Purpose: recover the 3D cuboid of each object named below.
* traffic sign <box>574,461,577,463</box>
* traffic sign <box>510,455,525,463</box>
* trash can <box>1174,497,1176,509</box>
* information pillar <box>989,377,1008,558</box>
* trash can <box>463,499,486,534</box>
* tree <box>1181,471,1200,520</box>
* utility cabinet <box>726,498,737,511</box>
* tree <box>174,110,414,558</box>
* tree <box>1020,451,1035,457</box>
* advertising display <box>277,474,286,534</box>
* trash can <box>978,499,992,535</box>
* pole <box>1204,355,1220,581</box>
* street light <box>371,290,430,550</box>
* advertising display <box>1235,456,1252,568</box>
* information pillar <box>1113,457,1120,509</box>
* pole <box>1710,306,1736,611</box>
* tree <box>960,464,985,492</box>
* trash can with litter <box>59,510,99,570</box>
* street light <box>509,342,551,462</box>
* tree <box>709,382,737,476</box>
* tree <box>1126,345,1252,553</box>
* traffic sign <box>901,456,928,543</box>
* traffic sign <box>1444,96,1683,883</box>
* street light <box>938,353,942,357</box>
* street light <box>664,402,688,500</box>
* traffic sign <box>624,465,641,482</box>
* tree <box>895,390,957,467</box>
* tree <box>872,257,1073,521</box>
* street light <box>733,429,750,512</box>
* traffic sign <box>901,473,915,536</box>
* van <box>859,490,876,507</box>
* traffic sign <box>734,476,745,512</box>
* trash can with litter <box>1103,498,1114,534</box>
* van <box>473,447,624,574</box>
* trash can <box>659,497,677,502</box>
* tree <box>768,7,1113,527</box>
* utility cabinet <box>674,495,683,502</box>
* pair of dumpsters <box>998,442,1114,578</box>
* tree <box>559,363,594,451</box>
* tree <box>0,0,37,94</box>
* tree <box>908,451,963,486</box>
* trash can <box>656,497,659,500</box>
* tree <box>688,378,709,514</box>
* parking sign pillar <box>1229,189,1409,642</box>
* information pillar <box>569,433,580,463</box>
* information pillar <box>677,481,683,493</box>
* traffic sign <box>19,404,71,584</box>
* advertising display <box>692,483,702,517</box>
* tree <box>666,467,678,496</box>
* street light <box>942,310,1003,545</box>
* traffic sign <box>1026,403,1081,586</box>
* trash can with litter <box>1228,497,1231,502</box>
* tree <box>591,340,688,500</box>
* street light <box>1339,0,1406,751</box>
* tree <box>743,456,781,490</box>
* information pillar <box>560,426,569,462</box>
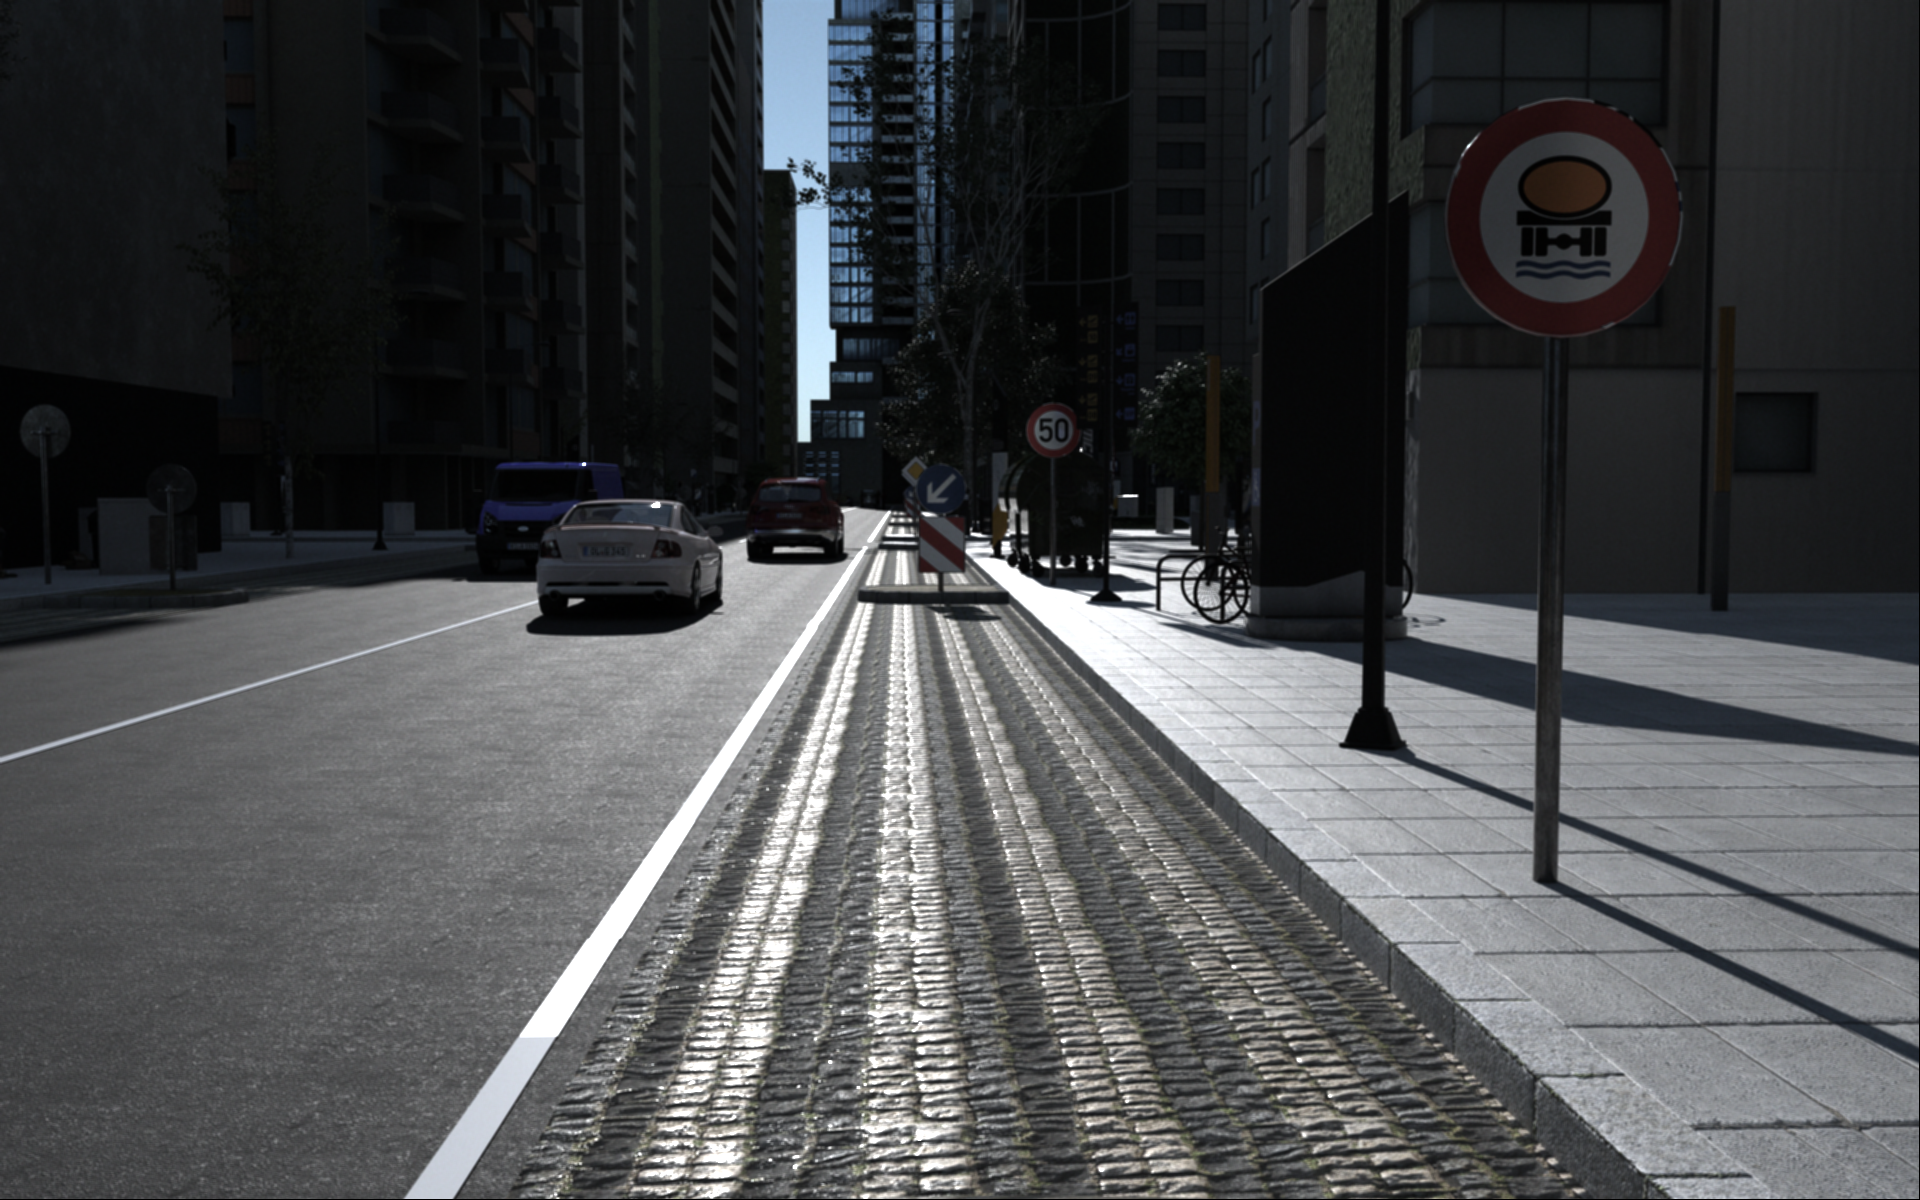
[{"bbox_3d":[-11.758,-3.016,52.948,0.795,2.450,0.064,0,4,-2],"label":"traffic sign"},{"bbox_3d":[-11.487,-2.528,44.968,0.795,2.450,0.064,0,4,-2],"label":"traffic sign"},{"bbox_3d":[12.408,-5.528,102.034,0.748,1.137,0.748,0,3,0],"label":"trash can"},{"bbox_3d":[0.792,-2.641,34.541,0.183,3.616,0.504,-2,4,-29],"label":"information pillar"},{"bbox_3d":[-15.468,-2.665,55.231,0.748,1.137,0.748,0,3,0],"label":"trash can"},{"bbox_3d":[11.546,-5.491,84.387,1.663,3.219,1.824,0,3,0],"label":"tree"},{"bbox_3d":[-16.765,-7.257,127.333,0.318,1.500,1.173,1,4,22],"label":"utility cabinet"},{"bbox_3d":[-13.147,-5.140,34.397,4.737,8.622,4.395,0,3,0],"label":"tree"},{"bbox_3d":[2.187,-2.888,41.814,1.663,3.219,1.824,0,3,0],"label":"tree"},{"bbox_3d":[-22.175,-3.149,56.701,0.123,1.923,0.974,-1,4,-10],"label":"advertising display"},{"bbox_3d":[0.901,-2.647,54.932,0.748,1.137,0.748,0,3,0],"label":"trash can"},{"bbox_3d":[3.731,-1.942,25.593,0.158,3.312,0.155,0,3,0],"label":"pole"},{"bbox_3d":[-12.749,-4.096,39.516,1.470,5.913,1.316,0,4,-2],"label":"street light"},{"bbox_3d":[4.937,-1.521,30.088,0.123,1.923,0.974,1,4,21],"label":"advertising display"},{"bbox_3d":[9.341,-6.866,103.607,0.504,3.616,0.183,-1,4,-11],"label":"information pillar"},{"bbox_3d":[8.355,-1.537,18.967,0.158,3.312,0.155,0,3,0],"label":"pole"},{"bbox_3d":[0.611,-6.087,94.122,1.663,3.219,1.824,0,3,0],"label":"tree"},{"bbox_3d":[-14.802,-1.118,29.668,0.624,1.170,1.055,2,4,32],"label":"trash can with litter"},{"bbox_3d":[-13.192,-4.922,53.009,1.470,5.913,1.316,0,4,-2],"label":"street light"},{"bbox_3d":[-16.786,-9.963,113.257,4.360,8.622,3.978,0,3,0],"label":"tree"},{"bbox_3d":[5.386,-3.330,38.163,4.285,4.588,4.351,0,3,0],"label":"tree"},{"bbox_3d":[-1.148,-2.548,45.298,0.795,2.450,0.064,0,4,-2],"label":"traffic sign"},{"bbox_3d":[1.941,-0.340,5.668,0.768,2.556,0.104,0,3,0],"label":"traffic sign"},{"bbox_3d":[-0.033,-5.176,57.171,1.470,5.913,1.316,0,4,-2],"label":"street light"},{"bbox_3d":[-14.453,-7.055,87.886,1.470,5.913,1.316,0,4,-2],"label":"street light"},{"bbox_3d":[-14.556,-4.687,76.633,0.884,2.594,0.081,0,4,6],"label":"traffic sign"},{"bbox_3d":[-1.687,-12.312,135.715,7.601,10.594,8.767,1,4,17],"label":"tree"},{"bbox_3d":[0.644,-10.198,83.748,9.611,12.733,9.660,0,3,0],"label":"tree"},{"bbox_3d":[-15.604,-9.221,123.309,1.470,5.913,1.316,0,4,-2],"label":"street light"},{"bbox_3d":[-1.419,-3.036,53.278,0.795,2.450,0.064,0,4,-2],"label":"traffic sign"},{"bbox_3d":[-9.818,-10.967,186.319,2.013,2.044,4.112,0,4,-2],"label":"van"},{"bbox_3d":[-15.961,-7.665,125.434,0.768,2.556,0.104,0,4,1],"label":"traffic sign"},{"bbox_3d":[4.334,-2.670,55.036,1.055,1.170,0.624,-1,4,-12],"label":"trash can with litter"},{"bbox_3d":[-7.699,-1.744,32.892,2.240,2.365,5.245,0,4,-1],"label":"van"},{"bbox_3d":[-15.166,-4.838,90.752,0.748,1.137,0.748,0,3,0],"label":"trash can"},{"bbox_3d":[-0.701,-13.006,68.531,12.611,20.169,13.585,0,3,0],"label":"tree"},{"bbox_3d":[-15.625,-5.246,96.931,0.306,1.237,1.020,1,4,18],"label":"utility cabinet"},{"bbox_3d":[1.534,-1.589,28.467,1.574,2.255,4.437,0,4,-2],"label":"pair of dumpsters"},{"bbox_3d":[-22.123,-8.713,92.820,4.737,8.622,4.395,0,3,0],"label":"tree"},{"bbox_3d":[-13.491,-6.348,14.165,12.009,13.543,11.850,0,3,0],"label":"tree"},{"bbox_3d":[-1.364,-7.745,110.350,4.285,4.588,4.351,0,3,0],"label":"tree"},{"bbox_3d":[-17.478,-5.486,101.349,0.748,1.137,0.748,0,3,0],"label":"trash can"},{"bbox_3d":[-16.274,-8.758,93.557,4.360,8.622,3.978,0,3,0],"label":"tree"},{"bbox_3d":[3.306,-1.657,15.564,1.447,3.967,1.447,0,4,-2],"label":"parking sign pillar"},{"bbox_3d":[-14.859,-4.605,66.646,0.504,3.616,0.183,0,4,-6],"label":"information pillar"},{"bbox_3d":[-16.196,-5.864,100.370,0.304,2.012,0.304,0,4,1],"label":"information pillar"},{"bbox_3d":[-12.989,-1.498,24.593,0.768,2.556,0.104,0,4,6],"label":"traffic sign"},{"bbox_3d":[-14.846,-5.660,97.756,0.123,1.923,0.974,1,4,17],"label":"advertising display"},{"bbox_3d":[-20.460,-7.749,121.296,1.663,3.219,1.824,0,3,0],"label":"tree"},{"bbox_3d":[0.365,-4.359,43.819,1.470,5.913,1.316,0,4,-2],"label":"street light"},{"bbox_3d":[1.307,-1.475,24.230,0.768,2.556,0.104,0,4,0],"label":"traffic sign"},{"bbox_3d":[14.914,-5.088,94.572,1.055,1.170,0.624,0,4,0],"label":"trash can with litter"},{"bbox_3d":[-15.428,-8.082,82.498,4.360,8.622,3.978,0,3,0],"label":"tree"},{"bbox_3d":[1.563,-2.208,8.640,1.470,5.913,1.316,0,4,-2],"label":"street light"},{"bbox_3d":[-16.990,-10.090,148.685,4.285,4.588,4.351,0,3,0],"label":"tree"},{"bbox_3d":[-13.814,-4.208,60.150,0.183,3.616,0.504,-1,4,-17],"label":"information pillar"}]
